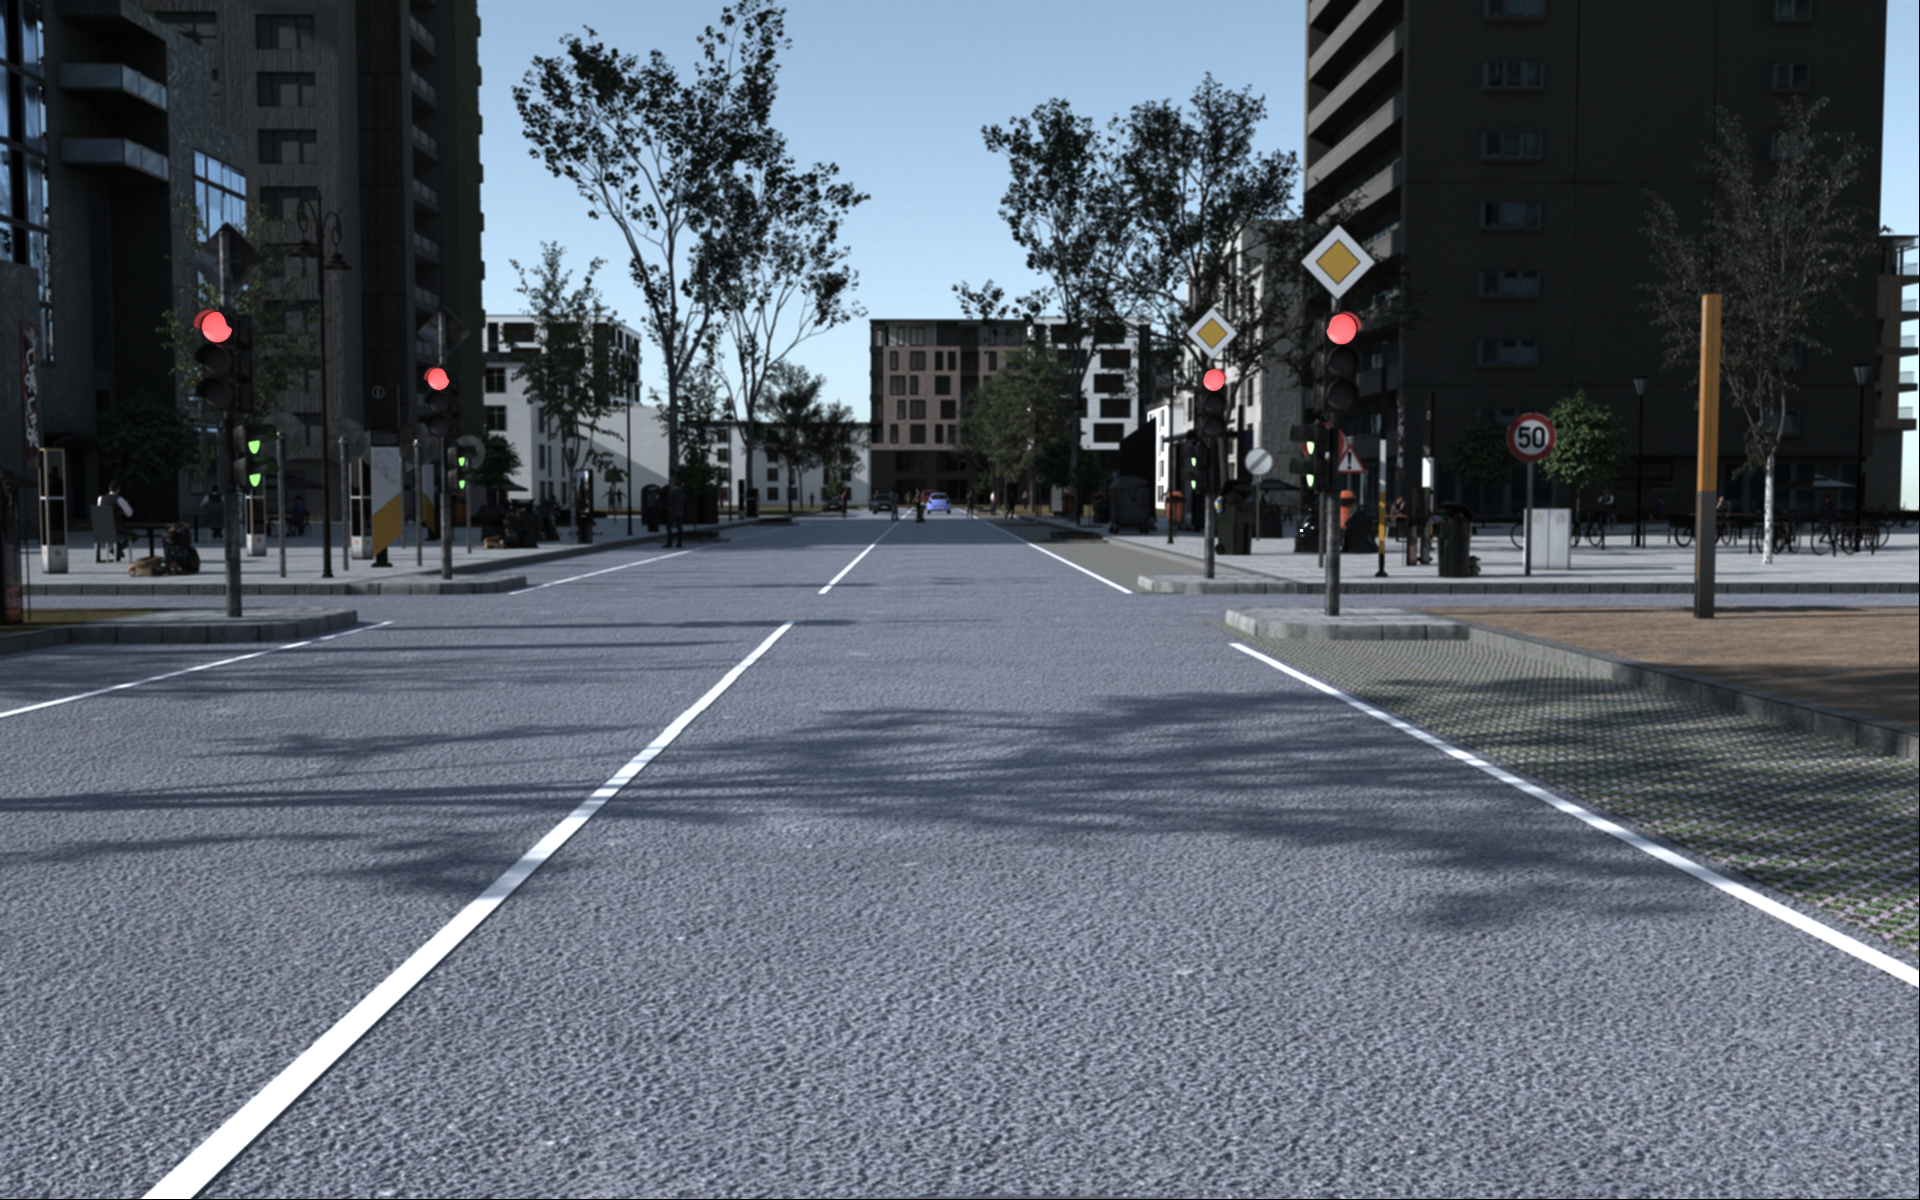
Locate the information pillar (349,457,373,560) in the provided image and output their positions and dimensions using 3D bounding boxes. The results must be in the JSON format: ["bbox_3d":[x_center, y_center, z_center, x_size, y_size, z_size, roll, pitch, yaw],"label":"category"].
[{"bbox_3d":[-11.725,-1.800,33.914,0.304,2.012,0.304,1,4,22],"label":"information pillar"}]

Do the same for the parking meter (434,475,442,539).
[{"bbox_3d":[-15.015,-2.690,49.692,0.399,1.863,0.255,0,4,-1],"label":"parking meter"}]

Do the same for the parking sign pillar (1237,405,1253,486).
[{"bbox_3d":[8.686,-3.943,52.948,1.447,3.967,1.447,0,4,7],"label":"parking sign pillar"}]

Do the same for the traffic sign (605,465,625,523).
[{"bbox_3d":[-15.339,-4.707,76.967,0.884,2.594,0.081,0,4,7],"label":"traffic sign"}]

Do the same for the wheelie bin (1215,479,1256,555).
[{"bbox_3d":[5.840,-1.754,36.584,0.980,1.594,0.693,-3,4,-38],"label":"wheelie bin"}]

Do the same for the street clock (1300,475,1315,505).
[{"bbox_3d":[9.893,-2.731,49.216,0.471,2.002,0.358,0,4,4],"label":"street clock"}]

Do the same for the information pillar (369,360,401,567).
[{"bbox_3d":[-10.086,-2.386,30.370,0.504,3.616,0.183,-1,4,-12],"label":"information pillar"}]

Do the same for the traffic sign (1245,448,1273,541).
[{"bbox_3d":[8.214,-2.912,47.715,0.768,2.556,0.104,0,4,4],"label":"traffic sign"}]

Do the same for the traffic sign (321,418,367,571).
[{"bbox_3d":[-10.310,-1.767,29.002,0.768,2.556,0.104,0,4,2],"label":"traffic sign"}]

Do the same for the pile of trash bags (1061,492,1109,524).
[{"bbox_3d":[6.105,-4.035,75.717,3.447,1.369,1.912,1,4,14],"label":"pile of trash bags"}]

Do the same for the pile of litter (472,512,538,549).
[{"bbox_3d":[-10.749,-1.652,40.969,1.719,0.858,1.176,-2,4,-30],"label":"pile of litter"}]

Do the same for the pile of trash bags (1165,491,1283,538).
[{"bbox_3d":[7.750,-2.520,50.959,3.447,1.369,1.912,0,4,7],"label":"pile of trash bags"}]

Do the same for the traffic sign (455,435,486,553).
[{"bbox_3d":[-10.603,-2.278,37.358,0.768,2.556,0.104,0,4,8],"label":"traffic sign"}]

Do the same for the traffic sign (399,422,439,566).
[{"bbox_3d":[-9.637,-1.878,30.809,0.768,2.556,0.104,0,4,5],"label":"traffic sign"}]

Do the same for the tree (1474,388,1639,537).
[{"bbox_3d":[18.936,-4.224,52.769,4.285,4.588,4.351,0,3,0],"label":"tree"}]

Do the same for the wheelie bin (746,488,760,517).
[{"bbox_3d":[-11.477,-5.373,95.751,0.980,1.594,0.693,1,4,13],"label":"wheelie bin"}]

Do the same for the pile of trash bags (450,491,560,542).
[{"bbox_3d":[-12.659,-2.314,47.584,3.447,1.369,1.912,2,4,24],"label":"pile of trash bags"}]

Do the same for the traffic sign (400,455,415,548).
[{"bbox_3d":[-13.130,-2.488,40.781,0.768,2.556,0.104,0,4,8],"label":"traffic sign"}]

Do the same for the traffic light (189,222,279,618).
[{"bbox_3d":[-7.550,-1.775,17.941,0.839,4.253,0.868,0,4,-1],"label":"traffic light"}]

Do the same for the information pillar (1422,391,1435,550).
[{"bbox_3d":[10.693,-2.947,39.546,0.183,3.616,0.504,0,4,-6],"label":"information pillar"}]

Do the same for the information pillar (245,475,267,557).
[{"bbox_3d":[-14.484,-1.903,35.611,0.304,2.012,0.304,-3,5,-43],"label":"information pillar"}]

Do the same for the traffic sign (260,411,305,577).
[{"bbox_3d":[-10.449,-1.624,26.658,0.768,2.556,0.104,0,4,4],"label":"traffic sign"}]

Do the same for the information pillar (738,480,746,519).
[{"bbox_3d":[-11.030,-5.087,87.665,0.304,2.012,0.304,0,4,8],"label":"information pillar"}]

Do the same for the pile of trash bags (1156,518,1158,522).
[{"bbox_3d":[7.391,-4.295,79.973,3.447,1.369,1.912,-3,4,-39],"label":"pile of trash bags"}]

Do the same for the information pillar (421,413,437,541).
[{"bbox_3d":[-14.591,-3.435,47.516,0.183,3.616,0.504,1,4,14],"label":"information pillar"}]

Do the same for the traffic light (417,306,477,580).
[{"bbox_3d":[-7.696,-2.263,25.924,0.839,4.253,0.868,0,4,-1],"label":"traffic light"}]

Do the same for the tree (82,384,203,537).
[{"bbox_3d":[-24.406,-4.163,51.785,4.285,4.588,4.351,0,3,0],"label":"tree"}]

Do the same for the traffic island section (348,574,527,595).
[{"bbox_3d":[-7.737,-0.231,26.058,2.009,0.180,2.903,0,4,-1],"label":"traffic island section"}]

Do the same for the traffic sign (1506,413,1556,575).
[{"bbox_3d":[8.962,-1.660,27.254,0.768,2.556,0.104,0,4,4],"label":"traffic sign"}]

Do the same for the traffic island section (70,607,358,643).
[{"bbox_3d":[-7.590,0.257,18.075,2.009,0.180,2.903,0,4,-1],"label":"traffic island section"}]

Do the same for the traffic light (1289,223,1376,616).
[{"bbox_3d":[3.909,-1.789,18.166,0.839,4.253,0.868,0,4,-1],"label":"traffic light"}]

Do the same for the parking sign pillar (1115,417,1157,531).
[{"bbox_3d":[6.155,-4.399,60.395,1.447,3.967,1.447,-1,4,-11],"label":"parking sign pillar"}]

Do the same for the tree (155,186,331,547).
[{"bbox_3d":[-17.536,-5.613,42.135,4.737,8.622,4.395,0,3,0],"label":"tree"}]

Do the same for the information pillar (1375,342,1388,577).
[{"bbox_3d":[6.504,-2.157,26.624,0.183,3.616,0.504,1,4,15],"label":"information pillar"}]

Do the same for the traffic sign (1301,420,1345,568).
[{"bbox_3d":[6.283,-1.832,30.056,0.768,2.556,0.104,0,4,2],"label":"traffic sign"}]

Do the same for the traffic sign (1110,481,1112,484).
[{"bbox_3d":[9.024,-6.071,99.268,0.884,2.594,0.081,0,4,5],"label":"traffic sign"}]

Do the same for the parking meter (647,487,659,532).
[{"bbox_3d":[-10.440,-3.090,58.939,0.372,1.533,0.369,0,3,0],"label":"parking meter"}]

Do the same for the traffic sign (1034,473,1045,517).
[{"bbox_3d":[4.555,-5.966,97.656,0.768,2.556,0.104,0,4,7],"label":"traffic sign"}]

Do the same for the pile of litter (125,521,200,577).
[{"bbox_3d":[-12.743,-0.833,27.582,1.176,0.858,1.719,0,4,4],"label":"pile of litter"}]

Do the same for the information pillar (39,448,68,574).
[{"bbox_3d":[-14.610,-1.432,27.909,0.304,2.012,0.304,3,5,44],"label":"information pillar"}]

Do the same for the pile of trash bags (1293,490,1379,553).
[{"bbox_3d":[8.563,-1.791,39.028,1.912,1.369,3.447,1,4,18],"label":"pile of trash bags"}]

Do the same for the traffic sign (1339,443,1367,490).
[{"bbox_3d":[9.960,-2.713,44.356,0.884,2.594,0.081,0,4,3],"label":"traffic sign"}]

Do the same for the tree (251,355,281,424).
[{"bbox_3d":[-30.819,-7.485,72.749,4.360,8.622,3.978,0,3,0],"label":"tree"}]

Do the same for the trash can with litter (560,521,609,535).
[{"bbox_3d":[-11.761,-2.665,54.633,1.678,1.210,2.233,0,4,-1],"label":"trash can with litter"}]

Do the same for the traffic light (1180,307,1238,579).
[{"bbox_3d":[3.763,-2.277,26.150,0.839,4.253,0.868,0,4,-1],"label":"traffic light"}]

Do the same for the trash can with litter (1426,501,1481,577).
[{"bbox_3d":[7.703,-0.950,26.913,0.624,1.170,1.055,2,4,33],"label":"trash can with litter"}]

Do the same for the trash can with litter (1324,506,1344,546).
[{"bbox_3d":[8.976,-1.909,42.602,0.624,1.170,1.055,-3,5,-41],"label":"trash can with litter"}]

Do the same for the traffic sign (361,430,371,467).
[{"bbox_3d":[-11.287,-2.046,33.563,0.768,2.556,0.104,0,4,5],"label":"traffic sign"}]

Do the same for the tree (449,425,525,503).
[{"bbox_3d":[-21.903,-5.915,80.427,4.285,4.588,4.351,0,3,0],"label":"tree"}]
